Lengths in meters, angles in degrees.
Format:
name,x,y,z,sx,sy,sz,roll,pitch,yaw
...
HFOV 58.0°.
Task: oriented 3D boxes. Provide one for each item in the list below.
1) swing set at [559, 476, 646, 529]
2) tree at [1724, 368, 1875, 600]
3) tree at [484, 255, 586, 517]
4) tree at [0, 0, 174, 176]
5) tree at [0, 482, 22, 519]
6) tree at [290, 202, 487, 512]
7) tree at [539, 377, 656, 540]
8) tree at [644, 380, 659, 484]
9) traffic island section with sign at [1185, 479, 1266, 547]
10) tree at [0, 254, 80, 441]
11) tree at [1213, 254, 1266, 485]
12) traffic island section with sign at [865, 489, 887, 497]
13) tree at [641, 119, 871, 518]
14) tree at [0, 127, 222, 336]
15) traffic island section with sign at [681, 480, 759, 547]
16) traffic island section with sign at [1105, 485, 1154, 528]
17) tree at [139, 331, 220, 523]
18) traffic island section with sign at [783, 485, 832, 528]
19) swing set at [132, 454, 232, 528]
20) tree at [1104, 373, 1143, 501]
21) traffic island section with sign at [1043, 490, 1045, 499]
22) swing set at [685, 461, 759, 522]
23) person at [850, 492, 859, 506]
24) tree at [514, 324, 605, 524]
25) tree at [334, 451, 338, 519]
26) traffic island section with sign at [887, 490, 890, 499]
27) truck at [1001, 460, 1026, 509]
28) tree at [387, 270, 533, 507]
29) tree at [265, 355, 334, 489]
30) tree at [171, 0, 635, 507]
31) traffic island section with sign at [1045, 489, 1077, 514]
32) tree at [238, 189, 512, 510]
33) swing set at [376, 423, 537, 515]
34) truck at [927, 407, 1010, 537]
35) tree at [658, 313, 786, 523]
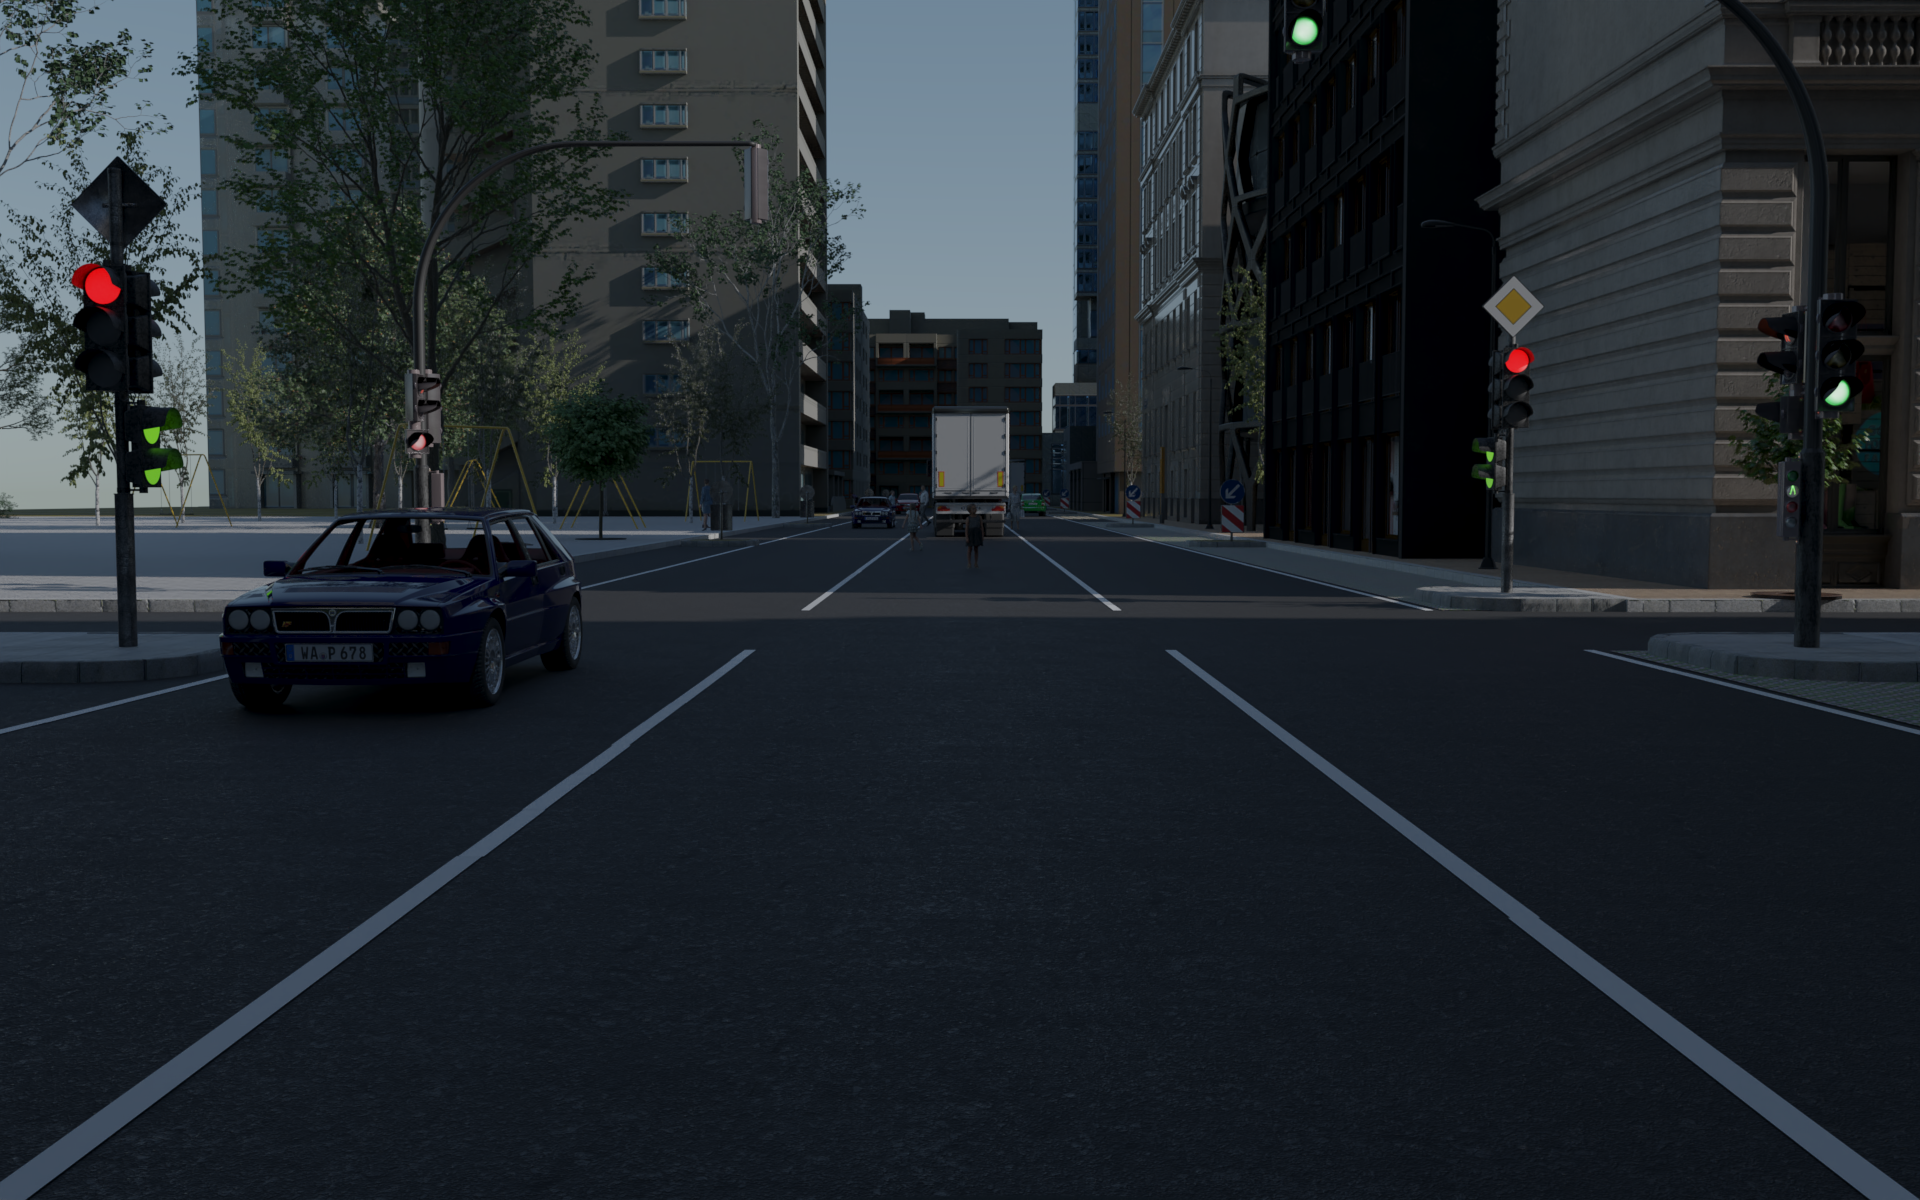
name,x,y,z,sx,sy,sz,roll,pitch,yaw
swing set,-13.267,-4.081,64.351,2.862,2.851,3.119,0,4,-4
tree,10.488,-1.638,21.383,1.663,3.219,1.824,0,3,0
tree,-14.653,-6.359,54.336,4.360,8.622,3.978,0,3,0
tree,-28.046,-11.651,46.380,12.611,20.169,13.585,0,3,0
tree,-59.088,-11.521,90.193,18.604,14.587,13.155,-1,4,-20
tree,-15.405,-5.773,44.747,4.360,8.622,3.978,0,3,0
tree,-10.192,-3.977,48.734,4.285,4.588,4.351,0,3,0
tree,-11.923,-7.707,76.368,4.360,8.622,3.978,0,3,0
traffic island section with sign,7.187,-2.355,47.139,1.989,1.847,2.006,0,3,0
tree,-35.460,-7.755,61.205,7.601,10.594,8.767,0,4,4
tree,9.535,-6.245,52.475,4.737,8.622,4.395,0,3,0
traffic island section with sign,-6.459,-7.077,124.333,1.989,1.847,2.006,0,3,0
tree,-10.736,-14.351,90.521,12.611,20.169,13.585,0,3,0
tree,-16.799,-5.118,34.045,4.737,8.622,4.395,0,3,0
traffic island section with sign,-6.616,-2.411,48.041,1.989,1.847,2.006,0,3,0
traffic island section with sign,7.249,-4.016,74.296,1.989,1.847,2.006,0,3,0
tree,-34.567,-7.701,76.272,4.360,8.622,3.978,0,3,0
traffic island section with sign,-6.577,-4.059,74.997,1.989,1.847,2.006,0,3,0
swing set,-30.899,-4.308,68.058,3.119,2.851,2.862,1,4,22
tree,10.613,-9.471,105.211,4.360,8.622,3.978,0,3,0
traffic island section with sign,7.409,-8.723,151.250,1.989,1.847,2.006,0,3,0
swing set,-11.121,-5.154,81.891,3.119,2.851,2.862,0,4,7
person,-8.845,-8.324,145.367,0.697,1.427,0.421,0,4,-6
tree,-17.437,-7.626,75.050,4.737,8.622,4.395,0,3,0
tree,-32.958,-8.593,90.852,4.737,8.622,4.395,0,3,0
traffic island section with sign,-6.411,-8.725,151.288,1.989,1.847,2.006,0,3,0
truck,4.158,-9.669,146.998,2.839,4.237,11.283,0,4,0
tree,-25.100,-10.307,86.654,7.486,12.596,7.792,0,3,0
tree,-33.259,-8.074,82.371,4.737,8.622,4.395,0,3,0
tree,-9.136,-6.351,29.594,9.928,11.665,9.643,0,3,0
traffic island section with sign,7.353,-7.074,124.294,1.989,1.847,2.006,0,3,0
tree,-21.667,-9.013,64.366,9.611,12.733,9.660,0,3,0
swing set,-11.512,-2.546,39.252,2.862,2.851,3.119,3,4,37
truck,0.243,-4.416,61.109,2.839,4.237,11.283,0,4,-1
tree,-9.500,-7.390,71.194,4.360,8.622,3.978,0,3,0
